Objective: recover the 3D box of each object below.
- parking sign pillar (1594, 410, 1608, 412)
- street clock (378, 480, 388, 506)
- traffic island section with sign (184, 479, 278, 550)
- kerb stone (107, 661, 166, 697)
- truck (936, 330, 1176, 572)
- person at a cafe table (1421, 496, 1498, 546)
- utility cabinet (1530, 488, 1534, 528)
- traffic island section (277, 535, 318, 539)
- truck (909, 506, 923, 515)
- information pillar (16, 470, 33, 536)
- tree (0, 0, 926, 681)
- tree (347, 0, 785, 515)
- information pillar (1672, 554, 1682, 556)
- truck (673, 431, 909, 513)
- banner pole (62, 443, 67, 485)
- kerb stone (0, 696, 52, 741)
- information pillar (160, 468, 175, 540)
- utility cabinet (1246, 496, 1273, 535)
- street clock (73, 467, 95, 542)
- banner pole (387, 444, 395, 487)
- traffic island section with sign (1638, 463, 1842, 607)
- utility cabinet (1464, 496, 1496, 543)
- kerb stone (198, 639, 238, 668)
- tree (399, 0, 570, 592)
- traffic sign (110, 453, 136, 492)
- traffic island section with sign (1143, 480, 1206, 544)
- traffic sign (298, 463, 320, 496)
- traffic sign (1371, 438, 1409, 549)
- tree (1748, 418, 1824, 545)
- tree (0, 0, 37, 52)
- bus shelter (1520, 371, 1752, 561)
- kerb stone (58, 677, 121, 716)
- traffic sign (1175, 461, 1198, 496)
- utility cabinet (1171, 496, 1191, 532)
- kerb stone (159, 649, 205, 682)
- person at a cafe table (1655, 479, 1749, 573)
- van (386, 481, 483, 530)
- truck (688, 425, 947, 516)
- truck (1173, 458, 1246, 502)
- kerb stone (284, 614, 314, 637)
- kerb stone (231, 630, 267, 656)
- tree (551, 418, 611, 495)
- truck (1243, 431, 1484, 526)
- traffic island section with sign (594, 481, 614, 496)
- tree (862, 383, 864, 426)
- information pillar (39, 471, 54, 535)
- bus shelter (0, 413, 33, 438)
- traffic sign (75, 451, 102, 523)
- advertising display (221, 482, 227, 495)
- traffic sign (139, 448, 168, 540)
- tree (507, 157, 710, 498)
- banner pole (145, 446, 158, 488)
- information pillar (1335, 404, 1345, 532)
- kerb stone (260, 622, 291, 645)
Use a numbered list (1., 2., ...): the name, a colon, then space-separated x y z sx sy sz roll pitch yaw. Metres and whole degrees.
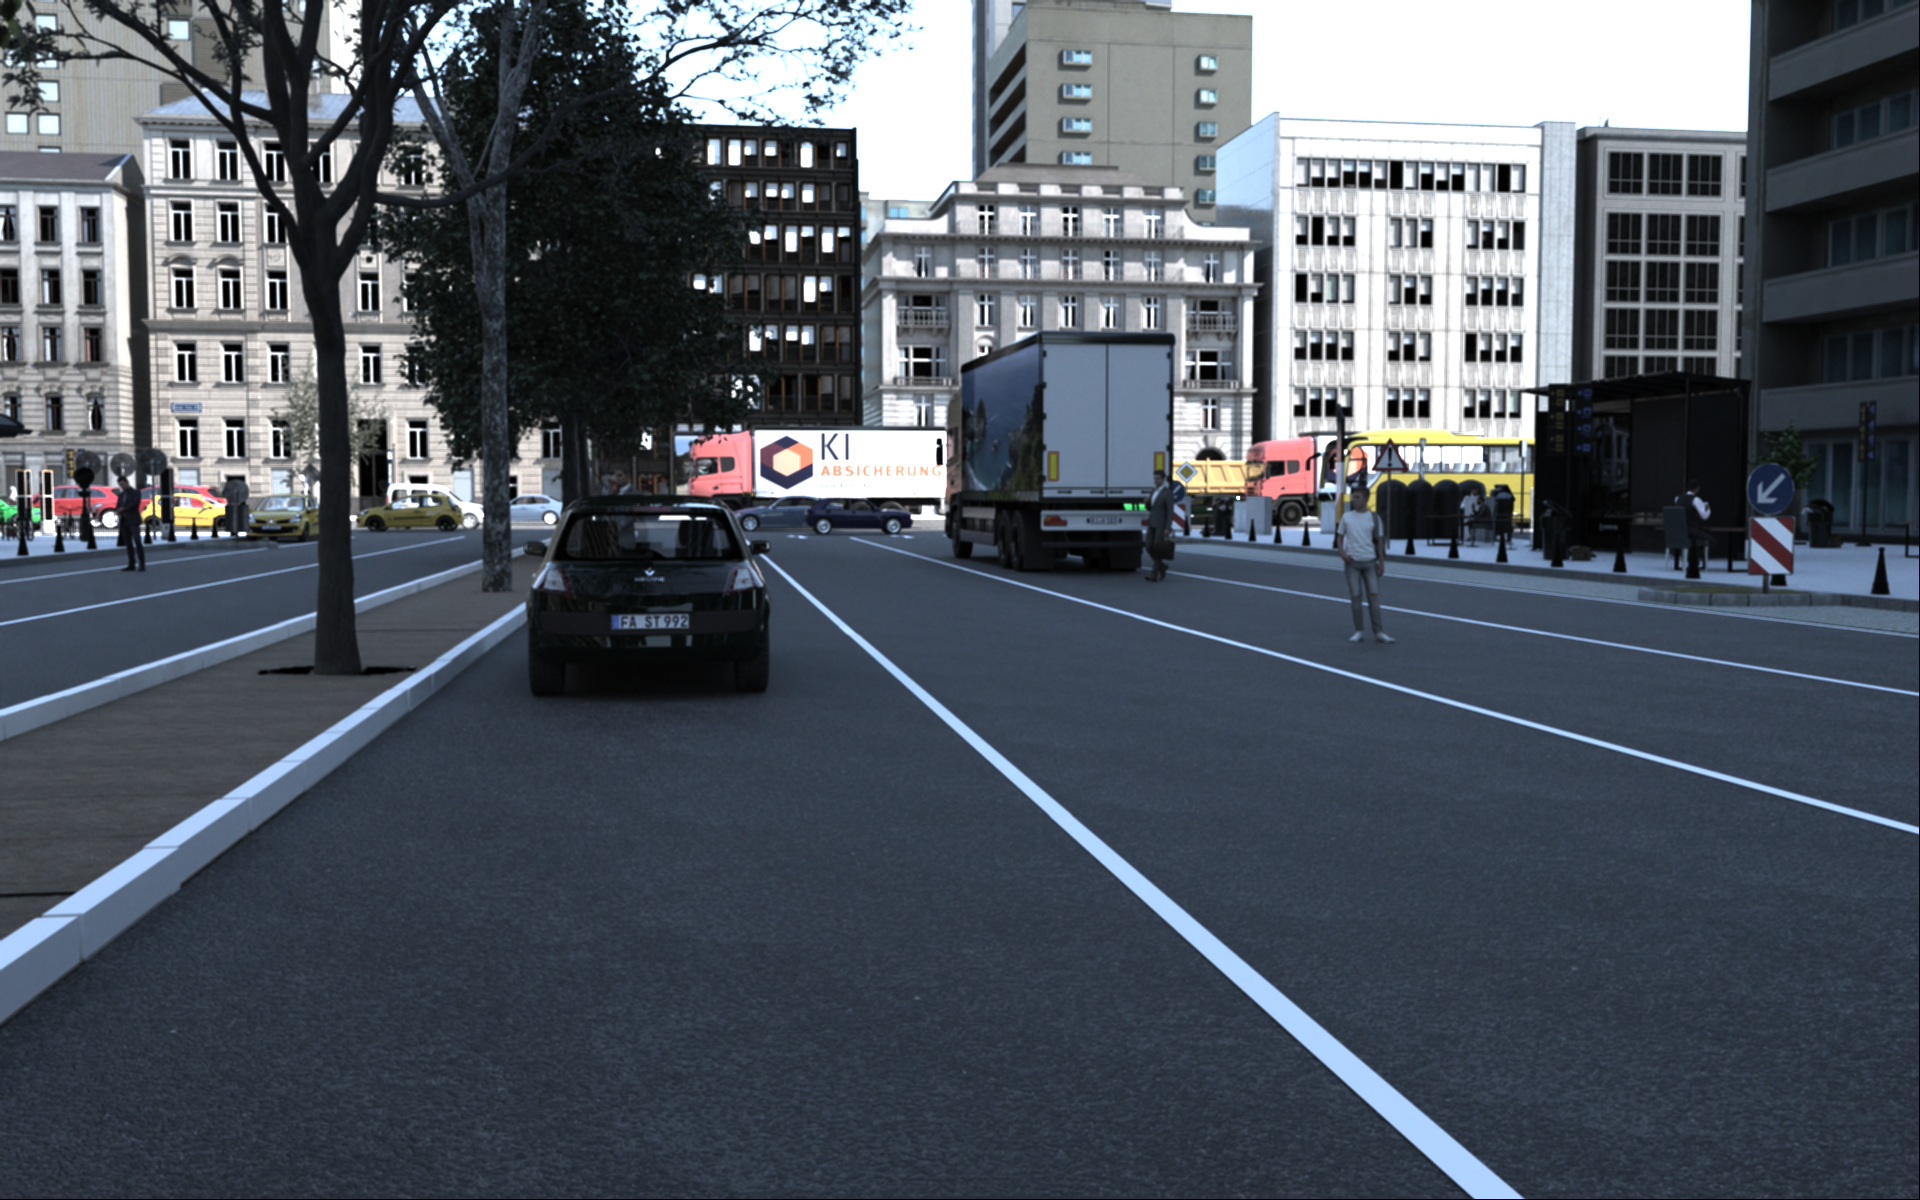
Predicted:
1. parking sign pillar: 16.610 -3.499 45.680 1.447 3.967 1.447 2 4 34
2. street clock: -29.888 -5.216 89.846 0.471 2.002 0.358 -2 4 -35
3. traffic island section with sign: -19.172 -2.268 45.714 1.989 1.847 2.006 -1 4 -9
4. kerb stone: -5.999 0.588 12.575 0.120 0.150 1.000 -1 4 -9
5. truck: 1.600 -2.844 35.413 2.839 4.237 11.283 -1 4 -10
6. person at a cafe table: 12.517 -1.982 43.265 1.726 1.238 1.698 1 4 22
7. utility cabinet: 21.562 -3.359 63.603 1.173 1.500 0.318 0 4 5
8. traffic island section: -21.158 -2.090 56.454 2.009 0.180 2.903 -1 4 -9
9. truck: -6.809 -5.861 84.737 11.283 4.237 2.839 0 4 -8
10. information pillar: -28.685 -2.973 53.099 0.304 2.012 0.304 0 4 4
11. tree: -4.900 -6.141 13.237 12.009 13.543 11.850 0 3 0
12. tree: -8.565 -7.239 37.826 9.611 12.733 9.660 0 3 0
13. information pillar: 15.062 -1.938 36.181 0.304 2.012 0.304 2 4 24
14. truck: -7.297 -5.494 78.746 11.283 4.237 2.839 -1 4 -8
15. banner pole: -44.108 -5.830 85.341 0.401 3.779 0.863 -3 5 -39
16. kerb stone: -5.679 0.713 10.543 0.120 0.150 1.000 -1 4 -9
17. information pillar: -22.256 -2.699 48.627 0.304 2.012 0.304 -1 4 -10
18. utility cabinet: 9.457 -2.667 54.770 0.306 1.237 1.020 -2 4 -27
19. street clock: -23.635 -2.581 46.765 0.358 2.002 0.471 3 5 43
20. banner pole: -28.147 -5.859 85.812 0.401 3.779 0.863 1 4 13
21. traffic island section with sign: 10.131 -0.871 22.877 1.989 1.847 2.006 -1 4 -9
22. utility cabinet: 13.659 -2.102 45.528 0.306 1.237 1.020 -1 4 -17
23. kerb stone: -6.302 0.464 14.607 0.120 0.150 1.000 -1 4 -9
24. tree: -8.100 -10.217 25.395 12.611 20.169 13.585 0 3 0
25. traffic sign: -25.723 -3.250 53.236 0.768 2.556 0.104 0 4 -4
26. traffic island section with sign: 5.903 -2.545 50.231 1.989 1.847 2.006 -1 4 -9
27. traffic sign: -21.136 -3.227 56.396 0.795 2.450 0.064 -1 4 -9
28. traffic sign: 9.947 -2.456 40.155 0.884 2.594 0.081 0 4 -2
29. tree: 21.166 -3.028 44.109 1.663 3.219 1.824 0 3 0
30. tree: -3.364 -3.150 4.324 4.360 8.622 3.978 0 3 0
31. bus shelter: 13.908 -2.745 36.168 1.731 3.624 6.357 -1 4 -9
32. kerb stone: -5.841 0.656 11.557 0.120 0.150 1.000 -1 4 -9
33. traffic sign: 7.824 -3.589 59.873 0.795 2.450 0.064 0 4 -2
34. utility cabinet: 7.339 -2.925 58.981 1.020 1.237 0.306 0 4 -6
35. kerb stone: -6.152 0.527 13.589 0.120 0.150 1.000 -1 4 -9
36. person at a cafe table: 12.401 -1.240 28.797 1.622 1.524 1.698 -2 4 -29
37. van: -21.344 -3.903 70.821 4.112 2.044 2.013 -1 4 -11
38. truck: -6.272 -5.073 71.853 11.283 4.237 2.839 0 4 -8
39. truck: 9.636 -5.259 81.909 9.791 3.379 3.469 -1 4 -9
40. kerb stone: -6.782 0.280 17.650 0.120 0.150 1.000 -1 4 -9
41. kerb stone: -6.463 0.406 15.622 0.120 0.150 1.000 -1 4 -9
42. tree: -10.902 -6.124 52.943 4.360 8.622 3.978 0 3 0
43. truck: 17.966 -5.499 78.828 11.283 4.237 2.839 -1 4 -9
44. traffic island section with sign: -11.978 -3.056 58.107 2.006 1.907 1.989 -1 4 -9
45. tree: -10.750 -15.592 171.933 9.611 12.733 9.660 0 3 0
46. information pillar: -28.593 -3.041 54.216 0.304 2.012 0.304 3 5 42
47. bus shelter: -23.535 -2.825 40.106 2.014 3.302 5.546 -1 4 -9
48. traffic sign: -25.765 -3.125 51.208 0.768 2.556 0.104 0 4 -2
49. advertising display: -38.621 -5.246 90.987 0.123 1.923 0.974 -3 4 -36
50. traffic sign: -22.417 -2.938 48.136 0.768 2.556 0.104 0 4 -7
51. tree: -10.339 -7.505 47.212 6.751 12.117 7.091 0 3 0
52. banner pole: -41.673 -6.078 89.391 0.401 3.779 0.863 3 5 39
53. information pillar: 9.821 -3.266 44.760 0.183 3.616 0.504 0 4 -3
54. kerb stone: -6.627 0.347 16.636 0.120 0.150 1.000 -1 4 -9
